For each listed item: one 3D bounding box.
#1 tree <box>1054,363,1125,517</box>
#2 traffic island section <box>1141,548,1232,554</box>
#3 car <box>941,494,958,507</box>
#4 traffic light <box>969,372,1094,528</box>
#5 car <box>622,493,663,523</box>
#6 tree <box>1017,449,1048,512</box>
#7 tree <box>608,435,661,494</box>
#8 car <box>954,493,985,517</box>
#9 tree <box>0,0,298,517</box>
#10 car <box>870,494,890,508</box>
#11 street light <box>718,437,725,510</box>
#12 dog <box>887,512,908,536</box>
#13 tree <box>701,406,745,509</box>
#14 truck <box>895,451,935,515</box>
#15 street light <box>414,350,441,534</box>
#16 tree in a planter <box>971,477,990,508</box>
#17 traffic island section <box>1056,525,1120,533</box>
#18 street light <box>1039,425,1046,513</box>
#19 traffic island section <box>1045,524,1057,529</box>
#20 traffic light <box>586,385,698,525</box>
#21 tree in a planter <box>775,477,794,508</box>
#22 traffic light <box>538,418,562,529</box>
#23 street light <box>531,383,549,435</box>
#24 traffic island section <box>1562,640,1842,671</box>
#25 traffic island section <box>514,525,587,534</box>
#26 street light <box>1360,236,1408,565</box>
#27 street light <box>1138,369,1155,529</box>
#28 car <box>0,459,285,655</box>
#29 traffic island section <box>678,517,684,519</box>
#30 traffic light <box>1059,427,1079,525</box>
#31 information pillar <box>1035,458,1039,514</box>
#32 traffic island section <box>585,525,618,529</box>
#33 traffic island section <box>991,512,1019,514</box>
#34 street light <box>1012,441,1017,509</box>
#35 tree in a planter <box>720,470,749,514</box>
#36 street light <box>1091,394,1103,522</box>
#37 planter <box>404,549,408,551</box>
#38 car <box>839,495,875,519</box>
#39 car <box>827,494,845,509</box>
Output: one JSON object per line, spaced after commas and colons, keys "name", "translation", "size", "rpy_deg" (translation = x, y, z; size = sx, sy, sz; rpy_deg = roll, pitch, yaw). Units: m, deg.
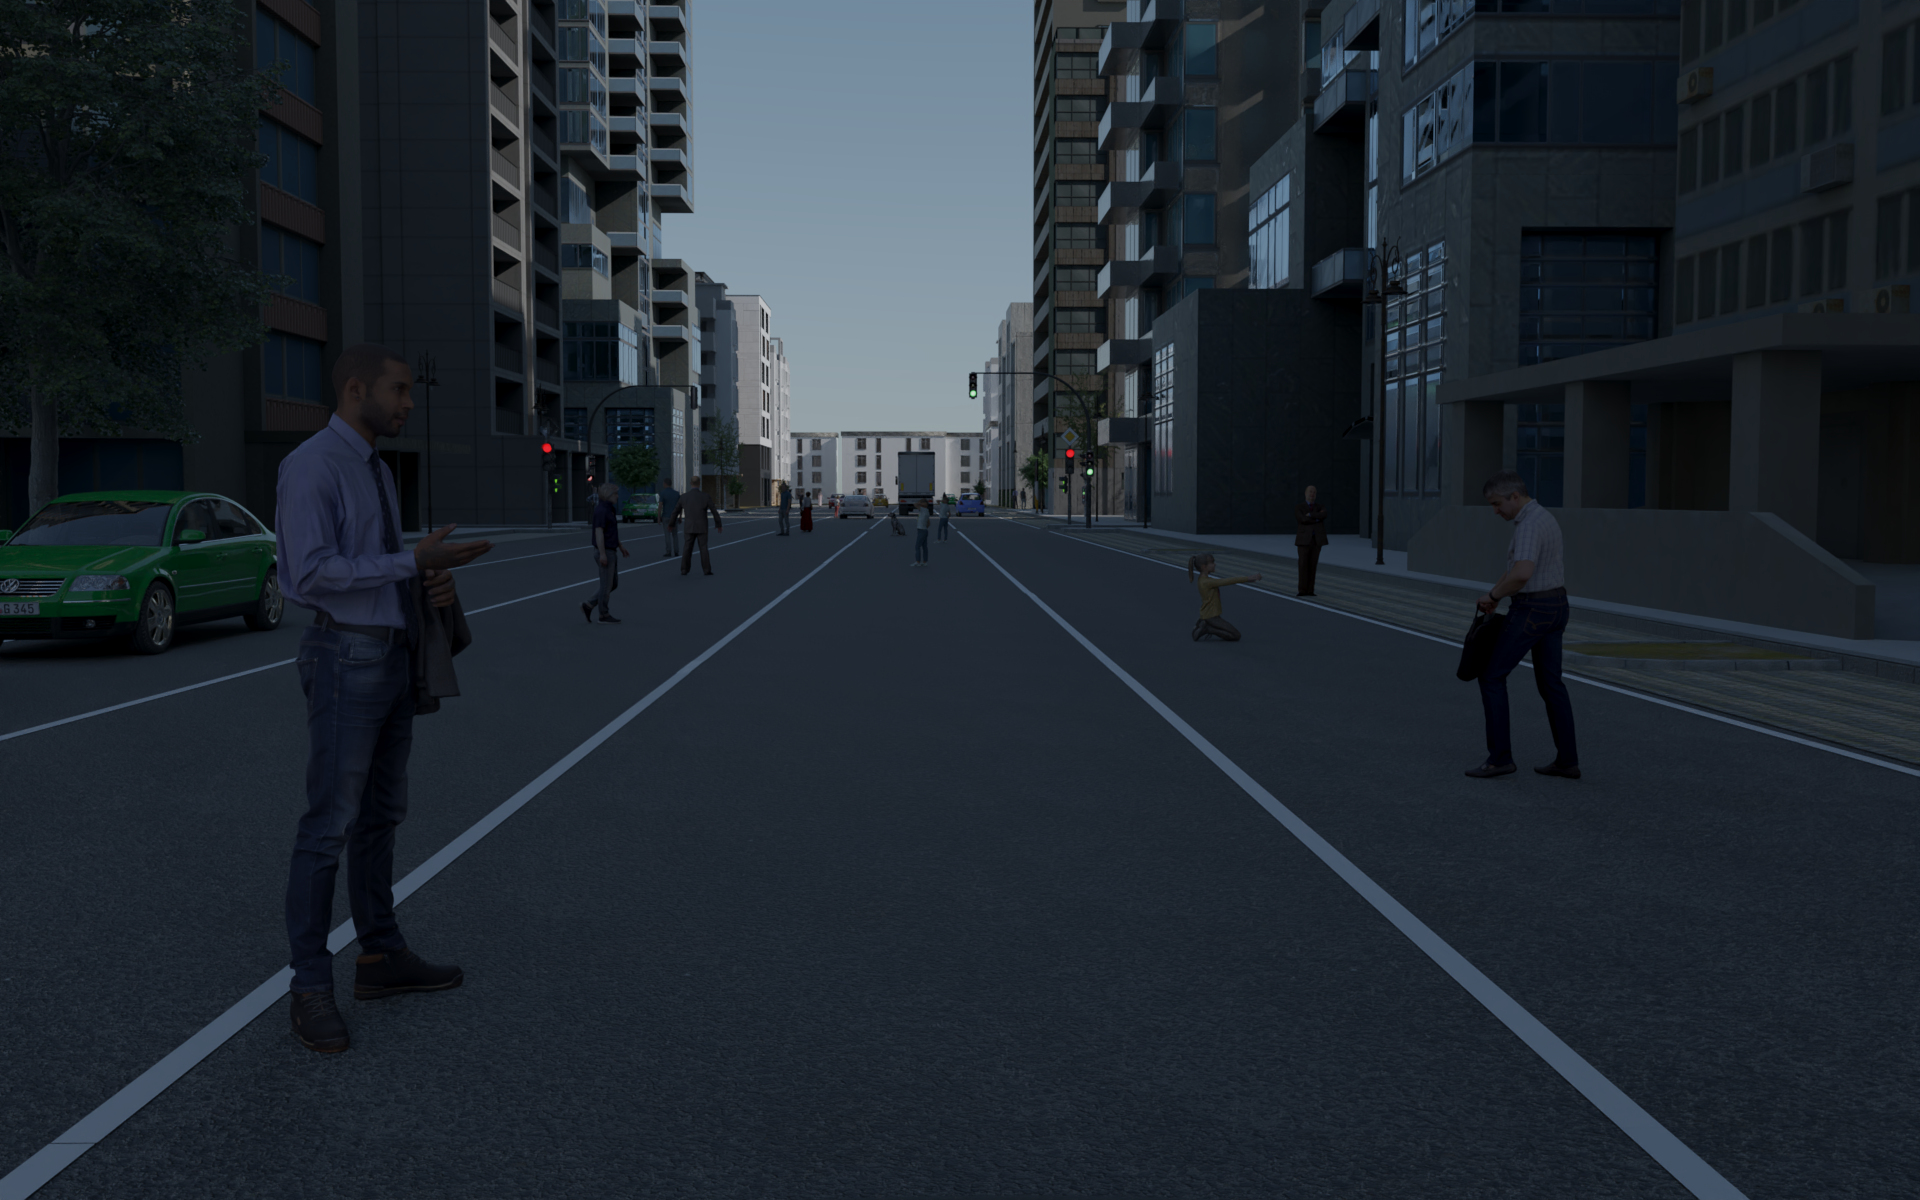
{"name": "tree", "translation": [7.376, -9.046, 98.266], "size": [4.737, 8.622, 4.395], "rpy_deg": [0, 3, 0]}
{"name": "traffic island section", "translation": [5.409, -1.163, 41.876], "size": [1.991, 0.108, 1.994], "rpy_deg": [0, 4, -1]}
{"name": "car", "translation": [-1.252, -11.552, 197.675], "size": [1.959, 1.807, 4.718], "rpy_deg": [0, 3, 0]}
{"name": "traffic light", "translation": [2.698, -5.495, 64.511], "size": [4.771, 5.953, 1.251], "rpy_deg": [0, 4, -1]}
{"name": "car", "translation": [-15.658, -4.713, 85.848], "size": [1.959, 1.807, 4.718], "rpy_deg": [0, 4, -3]}
{"name": "tree", "translation": [5.771, -8.576, 123.927], "size": [4.285, 4.588, 4.351], "rpy_deg": [0, 3, 0]}
{"name": "tree", "translation": [-18.257, -6.951, 97.365], "size": [4.285, 4.588, 4.351], "rpy_deg": [0, 3, 0]}
{"name": "car", "translation": [0.632, -6.149, 110.121], "size": [1.945, 1.707, 3.694], "rpy_deg": [0, 4, -3]}
{"name": "tree", "translation": [-17.562, -7.722, 32.913], "size": [9.857, 13.997, 8.962], "rpy_deg": [0, 3, 0]}
{"name": "car", "translation": [-8.323, -10.416, 180.521], "size": [2.015, 1.641, 3.980], "rpy_deg": [0, 4, -3]}
{"name": "street light", "translation": [-19.223, -10.207, 139.672], "size": [0.468, 5.910, 1.993], "rpy_deg": [0, 4, -1]}
{"name": "dog", "translation": [-2.032, -2.599, 59.326], "size": [0.800, 0.831, 0.513], "rpy_deg": [1, 4, 16]}
{"name": "tree", "translation": [-19.590, -11.848, 144.073], "size": [4.737, 8.622, 4.395], "rpy_deg": [0, 3, 0]}
{"name": "truck", "translation": [-3.057, -7.989, 119.536], "size": [2.839, 4.237, 11.283], "rpy_deg": [0, 4, -2]}
{"name": "street light", "translation": [-17.064, -5.066, 55.618], "size": [0.468, 5.910, 1.993], "rpy_deg": [0, 4, -1]}
{"name": "tree in a planter", "translation": [1.976, -10.893, 175.322], "size": [1.991, 3.239, 1.994], "rpy_deg": [0, 4, -1]}
{"name": "traffic island section", "translation": [4.827, -2.602, 64.821], "size": [2.009, 0.180, 2.903], "rpy_deg": [0, 4, -1]}
{"name": "street light", "translation": [5.464, -8.663, 114.435], "size": [0.468, 5.910, 1.993], "rpy_deg": [0, 4, -1]}
{"name": "traffic island section", "translation": [4.622, -3.090, 72.804], "size": [2.009, 0.180, 2.903], "rpy_deg": [0, 4, -1]}
{"name": "traffic light", "translation": [-13.324, -5.968, 72.250], "size": [4.771, 5.953, 1.251], "rpy_deg": [0, 4, -1]}
{"name": "tree in a planter", "translation": [-17.755, -10.833, 174.346], "size": [1.991, 3.239, 1.994], "rpy_deg": [0, 4, -1]}
{"name": "traffic light", "translation": [-15.208, -4.603, 64.178], "size": [0.839, 4.253, 0.868], "rpy_deg": [0, 4, -1]}
{"name": "street light", "translation": [-17.492, -6.090, 72.352], "size": [0.468, 5.910, 1.993], "rpy_deg": [0, 4, -1]}
{"name": "traffic island section", "translation": [6.106, 0.485, 14.942], "size": [1.991, 0.108, 1.994], "rpy_deg": [0, 4, -1]}
{"name": "traffic island section", "translation": [-15.248, -2.571, 64.312], "size": [2.009, 0.180, 2.903], "rpy_deg": [0, 4, -1]}
{"name": "street light", "translation": [7.637, -3.580, 31.318], "size": [0.468, 5.910, 1.993], "rpy_deg": [0, 4, -1]}
{"name": "street light", "translation": [6.914, -5.603, 64.397], "size": [0.468, 5.910, 1.993], "rpy_deg": [0, 4, -1]}
{"name": "car", "translation": [-8.048, -0.490, 16.800], "size": [1.959, 1.807, 4.718], "rpy_deg": [0, 4, -2]}
{"name": "traffic island section", "translation": [-15.808, -4.638, 98.700], "size": [1.991, 0.108, 1.994], "rpy_deg": [0, 4, -1]}
{"name": "traffic light", "translation": [4.581, -5.123, 72.689], "size": [0.839, 4.253, 0.868], "rpy_deg": [0, 4, -1]}
{"name": "information pillar", "translation": [5.014, -7.466, 113.425], "size": [0.183, 3.616, 0.504], "rpy_deg": [-1, 4, -15]}
{"name": "traffic island section", "translation": [-15.453, -3.059, 72.295], "size": [2.009, 0.180, 2.903], "rpy_deg": [0, 4, -1]}
{"name": "traffic island section", "translation": [3.252, -6.293, 125.764], "size": [1.991, 0.108, 1.994], "rpy_deg": [0, 4, -1]}
{"name": "street light", "translation": [4.688, -10.687, 147.512], "size": [0.468, 5.910, 1.993], "rpy_deg": [0, 4, -1]}
{"name": "tree in a planter", "translation": [-16.555, -7.959, 127.346], "size": [1.991, 3.239, 1.994], "rpy_deg": [0, 4, -1]}
{"name": "street light", "translation": [6.360, -6.575, 80.281], "size": [0.468, 5.910, 1.993], "rpy_deg": [0, 4, -1]}
{"name": "planter", "translation": [-14.341, -1.240, 41.409], "size": [1.991, 0.319, 1.994], "rpy_deg": [0, 4, -1]}
{"name": "car", "translation": [-6.036, -5.445, 101.391], "size": [2.083, 1.381, 4.827], "rpy_deg": [0, 4, 0]}
{"name": "car", "translation": [-12.061, -9.917, 171.181], "size": [2.155, 1.783, 4.494], "rpy_deg": [0, 4, -3]}
